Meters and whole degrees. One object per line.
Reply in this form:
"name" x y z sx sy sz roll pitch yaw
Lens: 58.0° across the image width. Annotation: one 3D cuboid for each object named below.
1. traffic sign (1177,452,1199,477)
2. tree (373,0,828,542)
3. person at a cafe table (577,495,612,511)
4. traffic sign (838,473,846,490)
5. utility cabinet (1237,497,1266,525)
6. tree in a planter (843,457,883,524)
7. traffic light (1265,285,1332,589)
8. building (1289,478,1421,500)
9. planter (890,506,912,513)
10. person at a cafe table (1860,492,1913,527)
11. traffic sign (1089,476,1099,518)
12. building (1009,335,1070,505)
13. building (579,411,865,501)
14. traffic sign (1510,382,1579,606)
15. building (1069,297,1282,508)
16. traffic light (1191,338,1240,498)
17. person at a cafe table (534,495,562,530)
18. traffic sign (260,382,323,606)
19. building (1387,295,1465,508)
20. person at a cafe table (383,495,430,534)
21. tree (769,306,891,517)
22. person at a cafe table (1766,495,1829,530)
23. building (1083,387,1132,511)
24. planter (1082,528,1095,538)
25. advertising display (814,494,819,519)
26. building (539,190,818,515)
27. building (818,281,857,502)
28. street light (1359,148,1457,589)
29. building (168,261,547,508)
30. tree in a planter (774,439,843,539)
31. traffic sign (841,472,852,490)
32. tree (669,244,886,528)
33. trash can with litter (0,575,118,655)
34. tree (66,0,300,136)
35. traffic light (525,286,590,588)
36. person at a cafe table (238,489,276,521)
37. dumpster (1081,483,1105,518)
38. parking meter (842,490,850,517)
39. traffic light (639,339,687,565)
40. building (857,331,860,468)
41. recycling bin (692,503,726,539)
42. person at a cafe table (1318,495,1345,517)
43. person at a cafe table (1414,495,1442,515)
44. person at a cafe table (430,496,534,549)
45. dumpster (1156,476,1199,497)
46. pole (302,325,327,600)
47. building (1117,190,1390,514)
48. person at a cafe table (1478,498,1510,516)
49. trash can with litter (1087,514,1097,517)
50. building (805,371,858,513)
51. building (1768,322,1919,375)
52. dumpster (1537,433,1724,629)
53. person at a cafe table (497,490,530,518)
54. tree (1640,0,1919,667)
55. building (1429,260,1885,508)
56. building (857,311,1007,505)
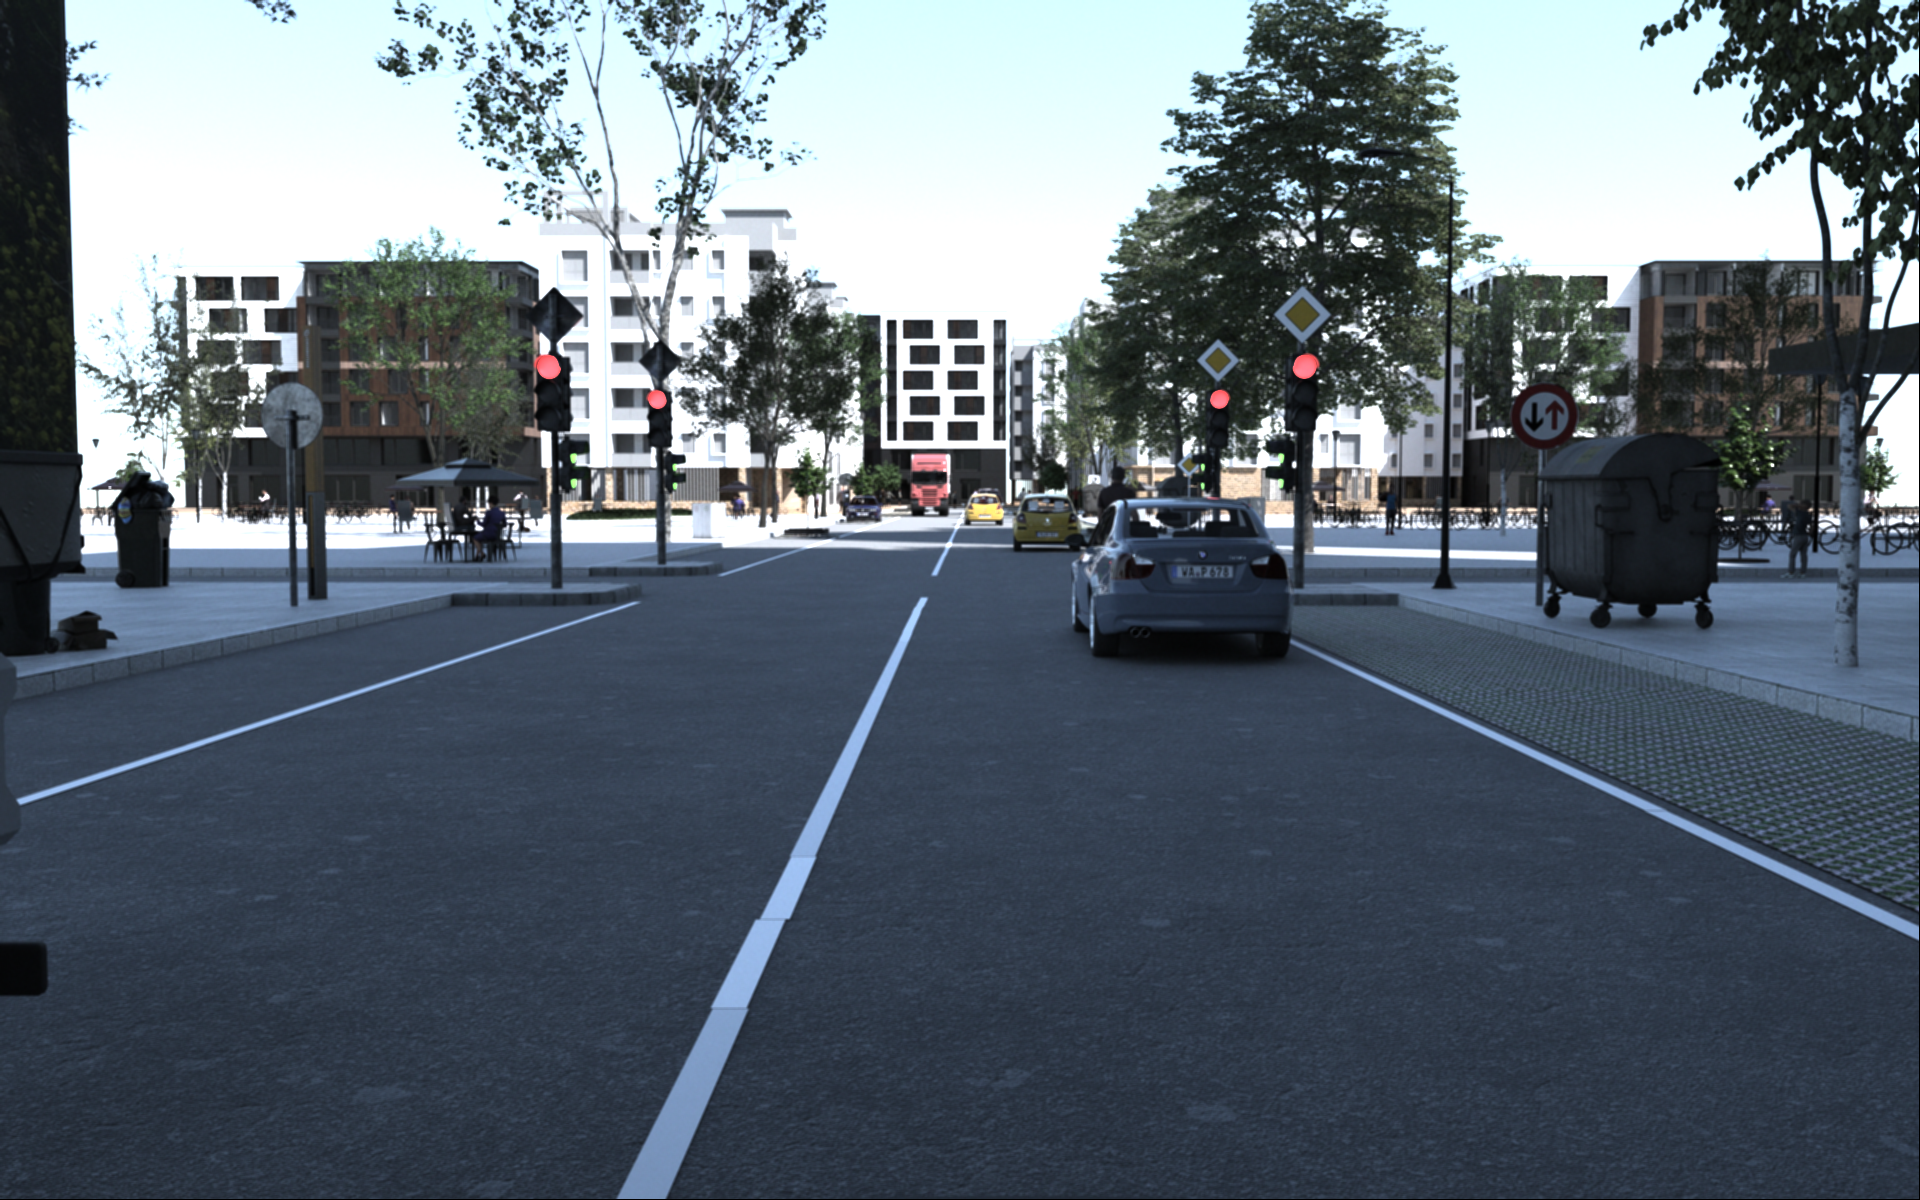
"traffic sign" 7.205 -3.340 54.334 0.795 2.593 0.064 1 4 10
"tree" -8.972 -11.687 46.979 12.611 20.169 13.585 0 3 0
"person at a cafe table" -19.910 -5.122 94.607 1.698 1.238 1.726 -1 4 -21
"traffic sign" -7.126 -6.513 106.585 0.768 2.556 0.104 0 4 4
"utility cabinet" 6.415 -1.653 38.187 0.306 1.237 1.020 2 4 30
"tree in a planter" -4.747 -5.280 83.552 1.991 3.239 1.994 0 4 0
"traffic light" 4.583 -2.111 23.435 0.839 4.253 0.868 0 4 0
"building" 45.175 -20.480 201.299 31.486 18.905 16.747 0 4 0
"planter" -4.389 -6.867 133.408 1.991 0.319 1.994 0 4 0
"person at a cafe table" 35.641 -3.586 67.141 1.698 1.524 1.622 -2 4 -31
"traffic sign" 7.299 -5.641 94.360 0.606 2.300 0.079 0 4 6
"building" 11.543 -21.086 201.183 11.380 20.091 16.016 0 4 0
"building" -23.990 -14.314 176.173 28.070 9.664 9.099 0 4 0
"traffic sign" 6.666 -1.207 19.848 0.768 2.556 0.104 0 4 3
"building" 19.606 -18.208 164.158 16.747 18.905 31.486 0 4 0
"traffic light" 4.641 -2.599 31.420 0.839 4.253 0.868 0 4 0
"person at a cafe table" -15.315 -3.168 62.665 1.698 1.238 1.726 -1 4 -11
"traffic sign" -7.623 -1.201 19.750 0.768 2.556 0.104 1 4 9
"building" 42.115 -19.250 171.158 11.380 20.091 16.016 0 4 0
"person at a cafe table" -18.078 -2.820 56.969 1.698 1.238 1.726 0 4 -3
"tree" -7.414 -10.375 95.386 9.928 11.665 9.643 0 3 0
"person at a cafe table" 27.374 -2.812 56.834 1.698 1.238 1.726 3 5 39
"building" 14.809 -11.734 133.990 9.099 9.664 28.070 0 4 0
"planter" 4.876 -2.218 57.406 1.991 0.319 1.994 0 4 0
"advertising display" -7.294 -5.065 88.031 0.123 1.923 0.974 0 4 5
"building" -17.942 -15.670 112.623 16.016 20.091 11.380 0 4 0
"building" -17.647 -18.080 152.029 16.016 20.091 11.380 0 4 0
"street light" 6.054 -3.111 23.412 1.470 5.913 1.316 0 4 0
"building" -54.421 -19.691 165.917 32.646 21.610 27.936 0 4 0
"tree in a planter" -4.958 -3.611 56.267 1.991 3.239 1.994 0 4 0
"traffic sign" -6.643 -6.229 101.957 0.768 2.556 0.104 1 4 9
"tree" -7.302 -7.999 65.189 8.767 10.594 7.601 -3 5 -40
"trash can with litter" -7.483 -0.165 14.079 0.624 1.170 1.055 2 4 25
"tree" -8.656 -6.220 12.074 12.009 13.543 11.850 0 3 0
"traffic light" -5.478 -2.114 23.493 0.839 4.253 0.868 0 4 0
"person at a cafe table" -33.725 -4.567 83.182 1.622 1.524 1.698 -1 4 -19
"dumpster" 7.179 -5.325 92.814 1.264 1.857 1.865 0 4 0
"parking meter" -6.971 -6.030 106.993 0.372 1.533 0.369 0 3 0
"traffic light" -5.420 -2.603 31.478 0.839 4.253 0.868 0 4 0
"building" -17.394 -18.775 163.386 16.016 20.091 11.380 0 4 0
"recycling bin" -7.212 -2.277 49.784 0.722 1.027 0.722 2 4 26
"person at a cafe table" 20.656 -5.257 96.812 1.698 1.238 1.726 2 4 24
"person at a cafe table" 28.625 -5.737 104.659 1.698 1.238 1.726 -1 4 -10
"person at a cafe table" -11.373 -1.855 41.185 1.726 1.238 1.698 -3 4 -38
"dumpster" 7.010 -3.054 55.690 1.264 1.857 1.865 0 4 1
"pole" -7.845 -1.664 21.051 0.158 3.312 0.155 0 3 0
"building" 18.517 -15.729 113.586 16.016 20.091 11.380 0 4 0
"person at a cafe table" 31.877 -5.609 102.570 1.726 1.238 1.698 -3 5 -39
"trash can with litter" 7.393 -5.213 96.615 0.624 1.170 1.055 3 5 42
"building" -13.490 -11.650 132.629 9.099 9.664 28.070 0 4 0
"building" 20.227 -21.428 4.965 22.147 44.769 28.867 0 4 0
"dumpster" 6.645 -0.701 17.215 1.264 1.857 1.865 0 4 0
"person at a cafe table" -23.683 -5.166 92.972 1.698 1.524 1.622 -3 5 -41
"tree" 6.644 -3.797 12.446 4.737 8.622 4.395 0 3 0
"building" 64.274 -19.660 165.407 32.646 21.610 27.936 0 4 0
"building" -10.930 -22.255 207.848 32.646 21.610 27.936 0 4 0
